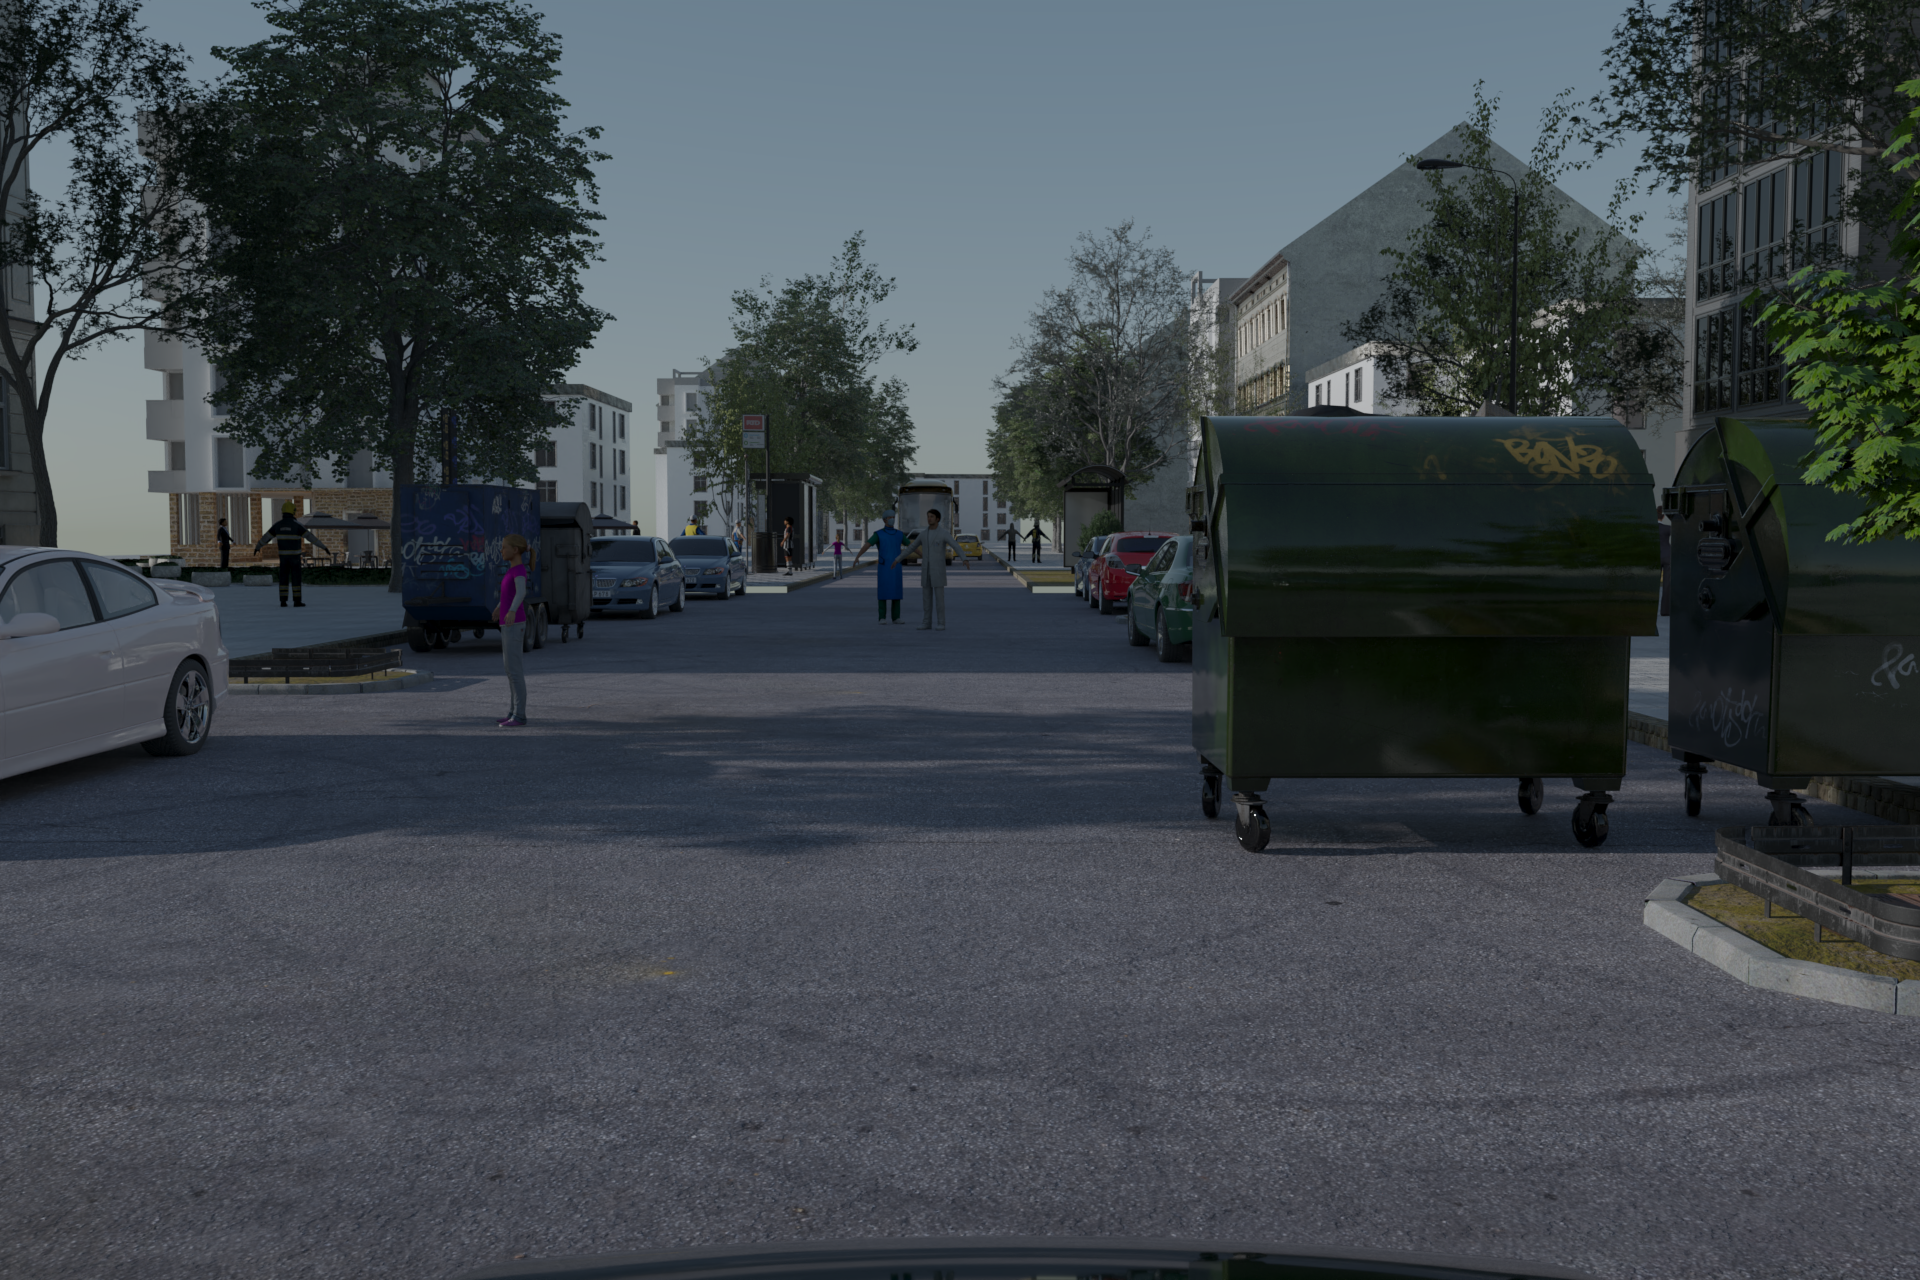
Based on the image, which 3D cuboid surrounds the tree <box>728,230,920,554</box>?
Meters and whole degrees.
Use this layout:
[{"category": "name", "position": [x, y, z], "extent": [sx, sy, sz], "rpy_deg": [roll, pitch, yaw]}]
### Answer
[{"category": "tree", "position": [-8.543, -15.491, 109.162], "extent": [12.611, 20.169, 13.585], "rpy_deg": [0, 3, 0]}]

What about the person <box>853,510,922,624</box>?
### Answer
[{"category": "person", "position": [-1.107, -1.162, 27.575], "extent": [1.347, 1.817, 0.704], "rpy_deg": [-2, 4, -26]}]

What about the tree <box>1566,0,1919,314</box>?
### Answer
[{"category": "tree", "position": [9.130, -4.904, 14.599], "extent": [8.767, 10.594, 7.601], "rpy_deg": [3, 5, 42]}]

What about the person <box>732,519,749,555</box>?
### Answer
[{"category": "person", "position": [-8.400, -3.669, 65.849], "extent": [0.705, 1.847, 1.347], "rpy_deg": [-2, 4, -32]}]

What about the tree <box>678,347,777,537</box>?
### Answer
[{"category": "tree", "position": [-9.284, -7.248, 68.864], "extent": [4.737, 8.622, 4.395], "rpy_deg": [0, 3, 0]}]

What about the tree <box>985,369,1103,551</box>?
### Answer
[{"category": "tree", "position": [6.974, -13.507, 127.500], "extent": [9.857, 13.997, 8.962], "rpy_deg": [0, 3, 0]}]

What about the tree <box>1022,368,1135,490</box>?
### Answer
[{"category": "tree", "position": [7.266, -10.844, 103.058], "extent": [9.928, 11.665, 9.643], "rpy_deg": [0, 3, 0]}]

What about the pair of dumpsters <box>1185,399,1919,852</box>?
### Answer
[{"category": "pair of dumpsters", "position": [3.314, -0.205, 8.295], "extent": [4.436, 2.255, 1.574], "rpy_deg": [0, 4, -1]}]

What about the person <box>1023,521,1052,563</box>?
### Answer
[{"category": "person", "position": [3.392, -4.339, 76.723], "extent": [1.354, 1.856, 0.705], "rpy_deg": [2, 4, 24]}]

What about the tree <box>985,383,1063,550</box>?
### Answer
[{"category": "tree", "position": [6.439, -14.449, 142.901], "extent": [9.857, 13.997, 8.962], "rpy_deg": [0, 3, 0]}]

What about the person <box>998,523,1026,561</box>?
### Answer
[{"category": "person", "position": [2.438, -4.598, 81.313], "extent": [1.348, 1.813, 0.705], "rpy_deg": [0, 4, 2]}]

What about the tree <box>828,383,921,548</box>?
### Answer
[{"category": "tree", "position": [-8.171, -14.701, 147.011], "extent": [9.857, 13.997, 8.962], "rpy_deg": [0, 3, 0]}]

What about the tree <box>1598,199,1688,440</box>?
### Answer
[{"category": "tree", "position": [24.998, -8.900, 55.890], "extent": [12.009, 13.543, 11.850], "rpy_deg": [0, 3, 0]}]

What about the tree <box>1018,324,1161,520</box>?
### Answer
[{"category": "tree", "position": [6.901, -10.667, 92.526], "extent": [7.486, 12.596, 7.792], "rpy_deg": [0, 3, 0]}]

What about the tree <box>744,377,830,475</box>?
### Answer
[{"category": "tree", "position": [-8.339, -7.979, 80.827], "extent": [4.737, 8.622, 4.395], "rpy_deg": [0, 3, 0]}]

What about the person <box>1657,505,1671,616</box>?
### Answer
[{"category": "person", "position": [11.086, -1.239, 27.105], "extent": [0.742, 1.727, 0.445], "rpy_deg": [0, 4, 6]}]

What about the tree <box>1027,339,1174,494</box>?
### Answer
[{"category": "tree", "position": [6.713, -9.106, 83.296], "extent": [7.601, 10.594, 8.767], "rpy_deg": [-1, 4, -21]}]

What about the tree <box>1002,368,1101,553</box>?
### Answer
[{"category": "tree", "position": [6.679, -12.154, 116.850], "extent": [7.486, 12.596, 7.792], "rpy_deg": [0, 3, 0]}]

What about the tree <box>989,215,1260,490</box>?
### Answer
[{"category": "tree", "position": [6.165, -9.623, 67.708], "extent": [12.009, 13.543, 11.850], "rpy_deg": [0, 3, 0]}]

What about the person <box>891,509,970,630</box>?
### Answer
[{"category": "person", "position": [-0.411, -1.056, 25.902], "extent": [1.347, 1.806, 0.705], "rpy_deg": [2, 4, 29]}]

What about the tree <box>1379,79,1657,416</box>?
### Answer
[{"category": "tree", "position": [9.206, -4.798, 28.806], "extent": [4.737, 8.622, 4.395], "rpy_deg": [0, 3, 0]}]

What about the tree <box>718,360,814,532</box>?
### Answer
[{"category": "tree", "position": [-8.635, -7.593, 74.509], "extent": [4.737, 8.622, 4.395], "rpy_deg": [0, 3, 0]}]

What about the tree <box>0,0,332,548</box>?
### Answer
[{"category": "tree", "position": [-12.192, -5.404, 22.768], "extent": [7.601, 10.594, 8.767], "rpy_deg": [2, 4, 31]}]

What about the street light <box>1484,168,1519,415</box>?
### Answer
[{"category": "street light", "position": [7.431, -2.999, 21.583], "extent": [1.470, 5.913, 1.316], "rpy_deg": [0, 4, 0]}]

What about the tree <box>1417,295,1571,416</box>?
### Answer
[{"category": "tree", "position": [15.439, -6.152, 50.955], "extent": [4.737, 8.622, 4.395], "rpy_deg": [0, 3, 0]}]

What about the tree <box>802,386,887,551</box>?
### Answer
[{"category": "tree", "position": [-9.154, -13.102, 132.340], "extent": [7.486, 12.596, 7.792], "rpy_deg": [0, 3, 0]}]

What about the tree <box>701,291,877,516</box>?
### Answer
[{"category": "tree", "position": [-8.938, -11.372, 92.592], "extent": [9.857, 13.997, 8.962], "rpy_deg": [0, 3, 0]}]

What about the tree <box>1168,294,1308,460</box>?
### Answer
[{"category": "tree", "position": [8.010, -6.308, 53.503], "extent": [4.360, 8.622, 3.978], "rpy_deg": [0, 3, 0]}]

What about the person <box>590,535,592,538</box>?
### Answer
[{"category": "person", "position": [-17.870, -4.613, 81.563], "extent": [1.346, 1.812, 0.704], "rpy_deg": [-2, 4, -29]}]

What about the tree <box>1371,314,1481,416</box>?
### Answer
[{"category": "tree", "position": [16.038, -6.560, 57.610], "extent": [4.360, 8.622, 3.978], "rpy_deg": [0, 3, 0]}]

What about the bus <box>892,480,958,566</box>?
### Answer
[{"category": "bus", "position": [-1.547, -5.537, 82.082], "extent": [2.896, 3.916, 12.252], "rpy_deg": [0, 4, 0]}]

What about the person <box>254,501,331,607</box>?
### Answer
[{"category": "person", "position": [-11.781, -1.511, 30.476], "extent": [1.351, 1.858, 0.704], "rpy_deg": [0, 3, 0]}]

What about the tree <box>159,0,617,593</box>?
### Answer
[{"category": "tree", "position": [-12.180, -8.025, 37.870], "extent": [9.857, 13.997, 8.962], "rpy_deg": [0, 3, 0]}]

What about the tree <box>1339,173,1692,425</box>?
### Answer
[{"category": "tree", "position": [14.018, -6.696, 43.900], "extent": [8.767, 10.594, 7.601], "rpy_deg": [0, 4, 8]}]

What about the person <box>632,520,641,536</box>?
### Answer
[{"category": "person", "position": [-12.270, -3.622, 65.451], "extent": [0.704, 1.802, 1.346], "rpy_deg": [0, 4, 5]}]
